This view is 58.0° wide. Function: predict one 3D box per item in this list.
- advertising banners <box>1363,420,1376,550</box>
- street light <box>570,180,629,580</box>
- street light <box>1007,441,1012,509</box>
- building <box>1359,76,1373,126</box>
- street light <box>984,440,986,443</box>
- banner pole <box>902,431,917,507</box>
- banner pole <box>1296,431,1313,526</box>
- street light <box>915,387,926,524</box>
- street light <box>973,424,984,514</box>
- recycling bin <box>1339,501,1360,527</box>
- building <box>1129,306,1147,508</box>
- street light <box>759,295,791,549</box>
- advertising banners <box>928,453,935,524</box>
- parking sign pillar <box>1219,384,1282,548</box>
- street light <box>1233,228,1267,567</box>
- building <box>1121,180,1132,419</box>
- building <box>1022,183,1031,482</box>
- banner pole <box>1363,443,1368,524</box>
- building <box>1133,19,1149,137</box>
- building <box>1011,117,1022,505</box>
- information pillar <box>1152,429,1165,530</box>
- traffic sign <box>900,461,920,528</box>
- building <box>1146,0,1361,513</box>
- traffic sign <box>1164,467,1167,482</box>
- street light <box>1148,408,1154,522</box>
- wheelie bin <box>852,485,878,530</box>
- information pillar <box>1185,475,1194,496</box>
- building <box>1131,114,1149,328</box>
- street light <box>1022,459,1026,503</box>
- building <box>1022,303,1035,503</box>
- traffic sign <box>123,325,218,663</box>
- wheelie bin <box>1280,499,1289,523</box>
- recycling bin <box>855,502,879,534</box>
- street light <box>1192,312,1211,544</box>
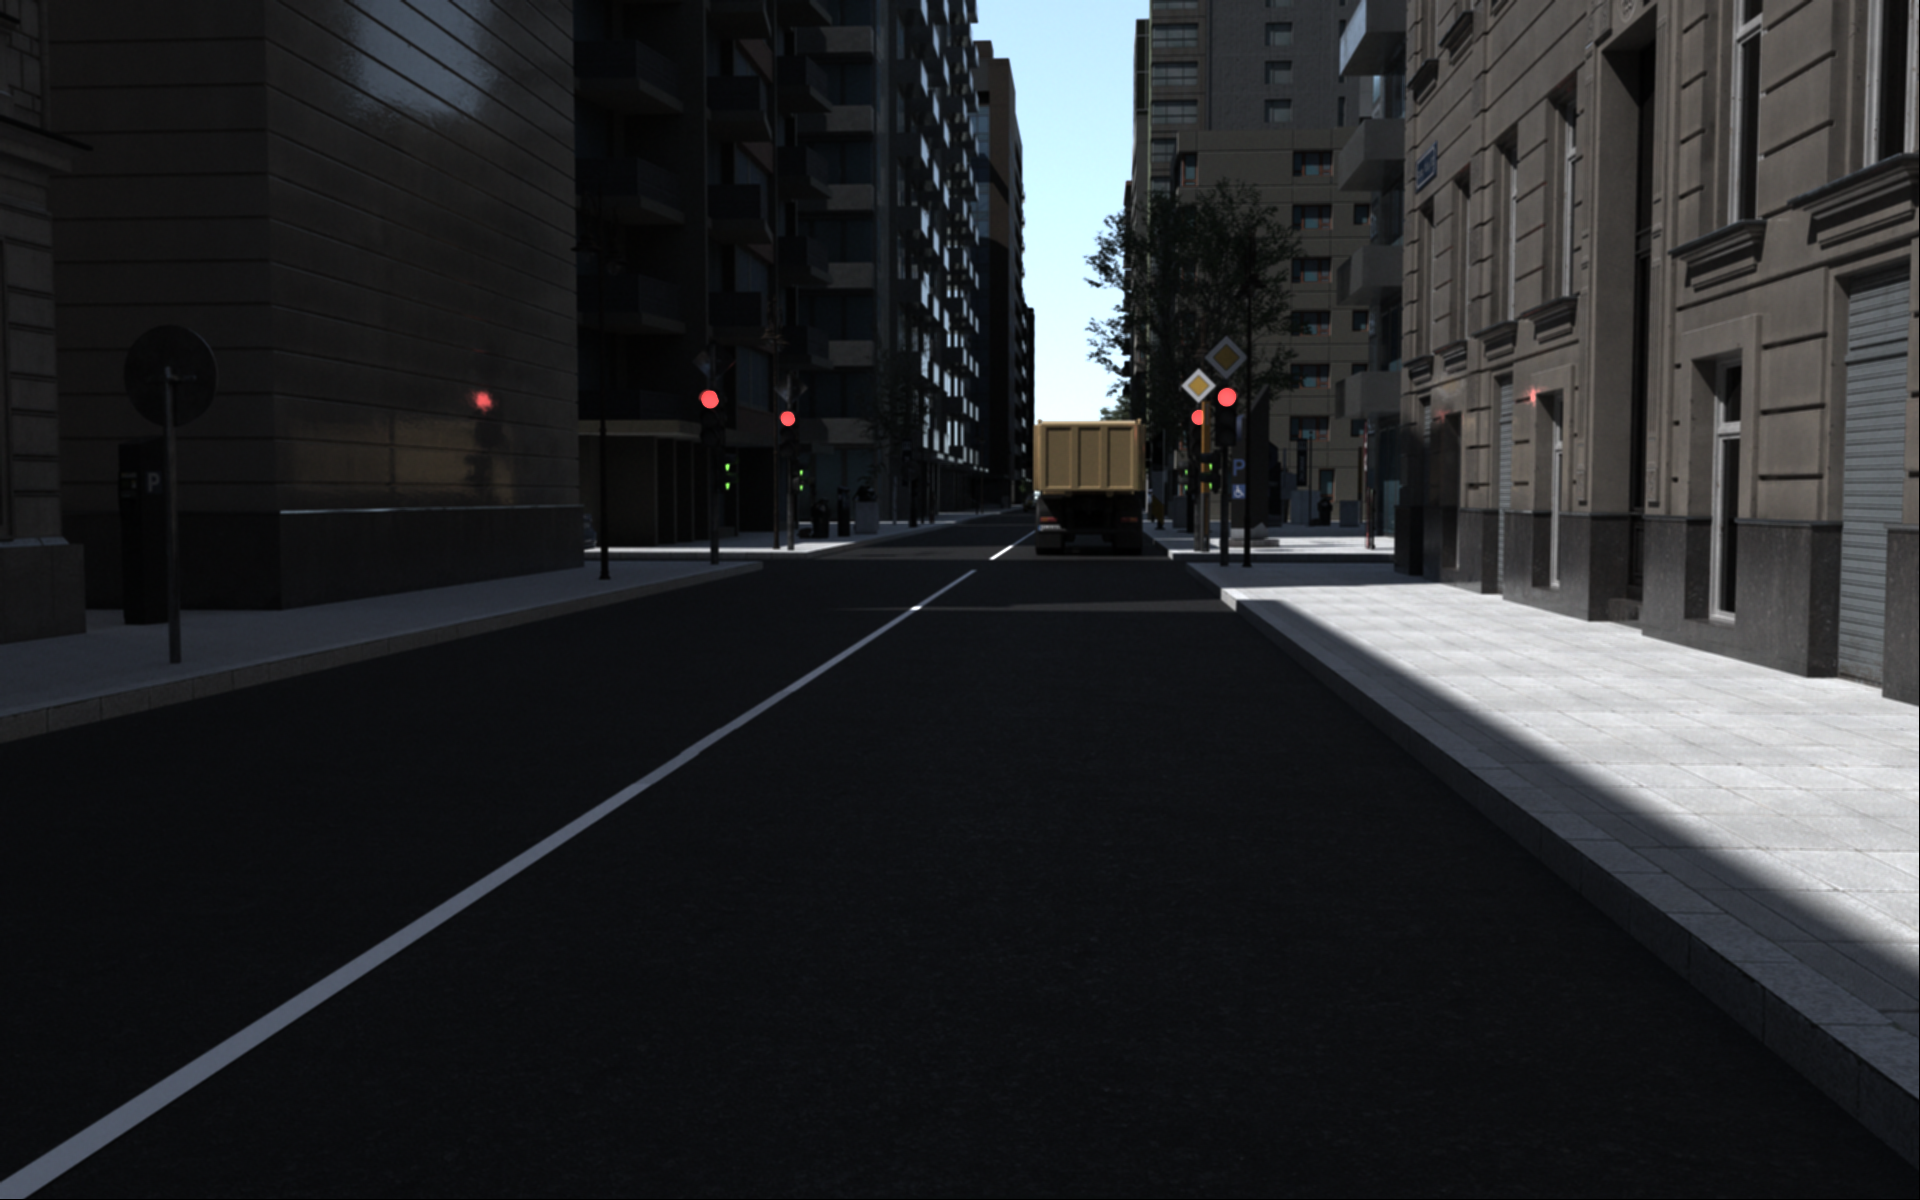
[{"bbox_3d":[9.595,-2.717,40.613,0.090,3.025,2.074,0,4,7],"label":"advertising banners"},{"bbox_3d":[-5.347,-3.248,25.895,0.468,5.910,1.993,0,4,4],"label":"street light"},{"bbox_3d":[4.307,-10.908,151.129,0.468,5.910,1.993,0,4,4],"label":"street light"},{"bbox_3d":[29.682,-33.895,143.430,28.713,52.752,27.495,0,4,4],"label":"building"},{"bbox_3d":[1.493,-8.759,115.990,0.468,5.910,1.993,0,4,4],"label":"street light"},{"bbox_3d":[-1.964,-4.816,68.761,0.863,3.779,0.401,2,4,29],"label":"banner pole"},{"bbox_3d":[13.664,-4.801,68.519,0.863,3.779,0.401,-1,4,-21],"label":"banner pole"},{"bbox_3d":[-1.621,-6.242,74.841,0.468,5.910,1.993,0,4,4],"label":"street light"},{"bbox_3d":[1.073,-8.356,109.407,0.468,5.910,1.993,0,4,4],"label":"street light"},{"bbox_3d":[15.184,-3.356,67.432,0.722,1.027,0.722,1,4,19],"label":"recycling bin"},{"bbox_3d":[31.095,-20.046,172.783,27.650,21.520,28.899,0,4,4],"label":"building"},{"bbox_3d":[-4.285,-4.127,40.272,0.468,5.910,1.993,0,4,4],"label":"street light"},{"bbox_3d":[-1.257,-4.827,75.116,0.090,3.025,2.074,0,4,7],"label":"advertising banners"},{"bbox_3d":[7.030,-3.271,41.959,1.447,3.967,1.447,2,4,34],"label":"parking sign pillar"},{"bbox_3d":[5.057,-3.520,30.339,0.468,5.910,1.993,0,4,4],"label":"street light"},{"bbox_3d":[33.268,-35.587,236.475,22.147,44.769,28.867,0,4,4],"label":"building"},{"bbox_3d":[-2.486,-37.690,235.835,23.786,49.044,30.456,0,4,4],"label":"building"},{"bbox_3d":[17.398,-5.131,73.914,0.401,3.779,0.863,0,4,5],"label":"banner pole"},{"bbox_3d":[34.149,-50.282,260.366,20.563,71.187,20.611,0,4,4],"label":"building"},{"bbox_3d":[-3.543,-35.852,209.876,21.300,48.544,21.600,0,4,4],"label":"building"},{"bbox_3d":[7.170,-4.355,62.557,0.504,3.616,0.183,3,5,40],"label":"information pillar"},{"bbox_3d":[-1.927,-4.040,66.162,0.768,2.556,0.104,1,4,9],"label":"traffic sign"},{"bbox_3d":[20.351,-26.881,123.098,14.154,41.232,14.086,0,4,4],"label":"building"},{"bbox_3d":[7.306,-3.752,63.477,0.606,2.300,0.079,1,4,13],"label":"traffic sign"},{"bbox_3d":[8.777,-6.476,78.670,0.468,5.910,1.993,0,4,4],"label":"street light"},{"bbox_3d":[-3.267,-3.193,60.109,0.693,1.594,0.980,2,4,28],"label":"wheelie bin"},{"bbox_3d":[8.790,-3.765,66.055,0.304,2.012,0.304,-2,4,-23],"label":"information pillar"},{"bbox_3d":[31.778,-35.933,211.214,21.300,48.544,21.600,0,4,4],"label":"building"},{"bbox_3d":[6.874,-13.047,186.099,0.468,5.910,1.993,0,4,4],"label":"street light"},{"bbox_3d":[3.913,-29.780,258.596,14.160,30.474,14.107,0,4,4],"label":"building"},{"bbox_3d":[-5.958,-0.793,13.072,0.768,2.556,0.104,1,4,8],"label":"traffic sign"},{"bbox_3d":[14.233,-4.233,77.118,0.693,1.594,0.980,-2,4,-31],"label":"wheelie bin"},{"bbox_3d":[-2.995,-2.644,55.776,0.722,1.027,0.722,0,4,4],"label":"recycling bin"},{"bbox_3d":[6.171,-4.361,44.097,0.468,5.910,1.993,0,4,4],"label":"street light"}]
